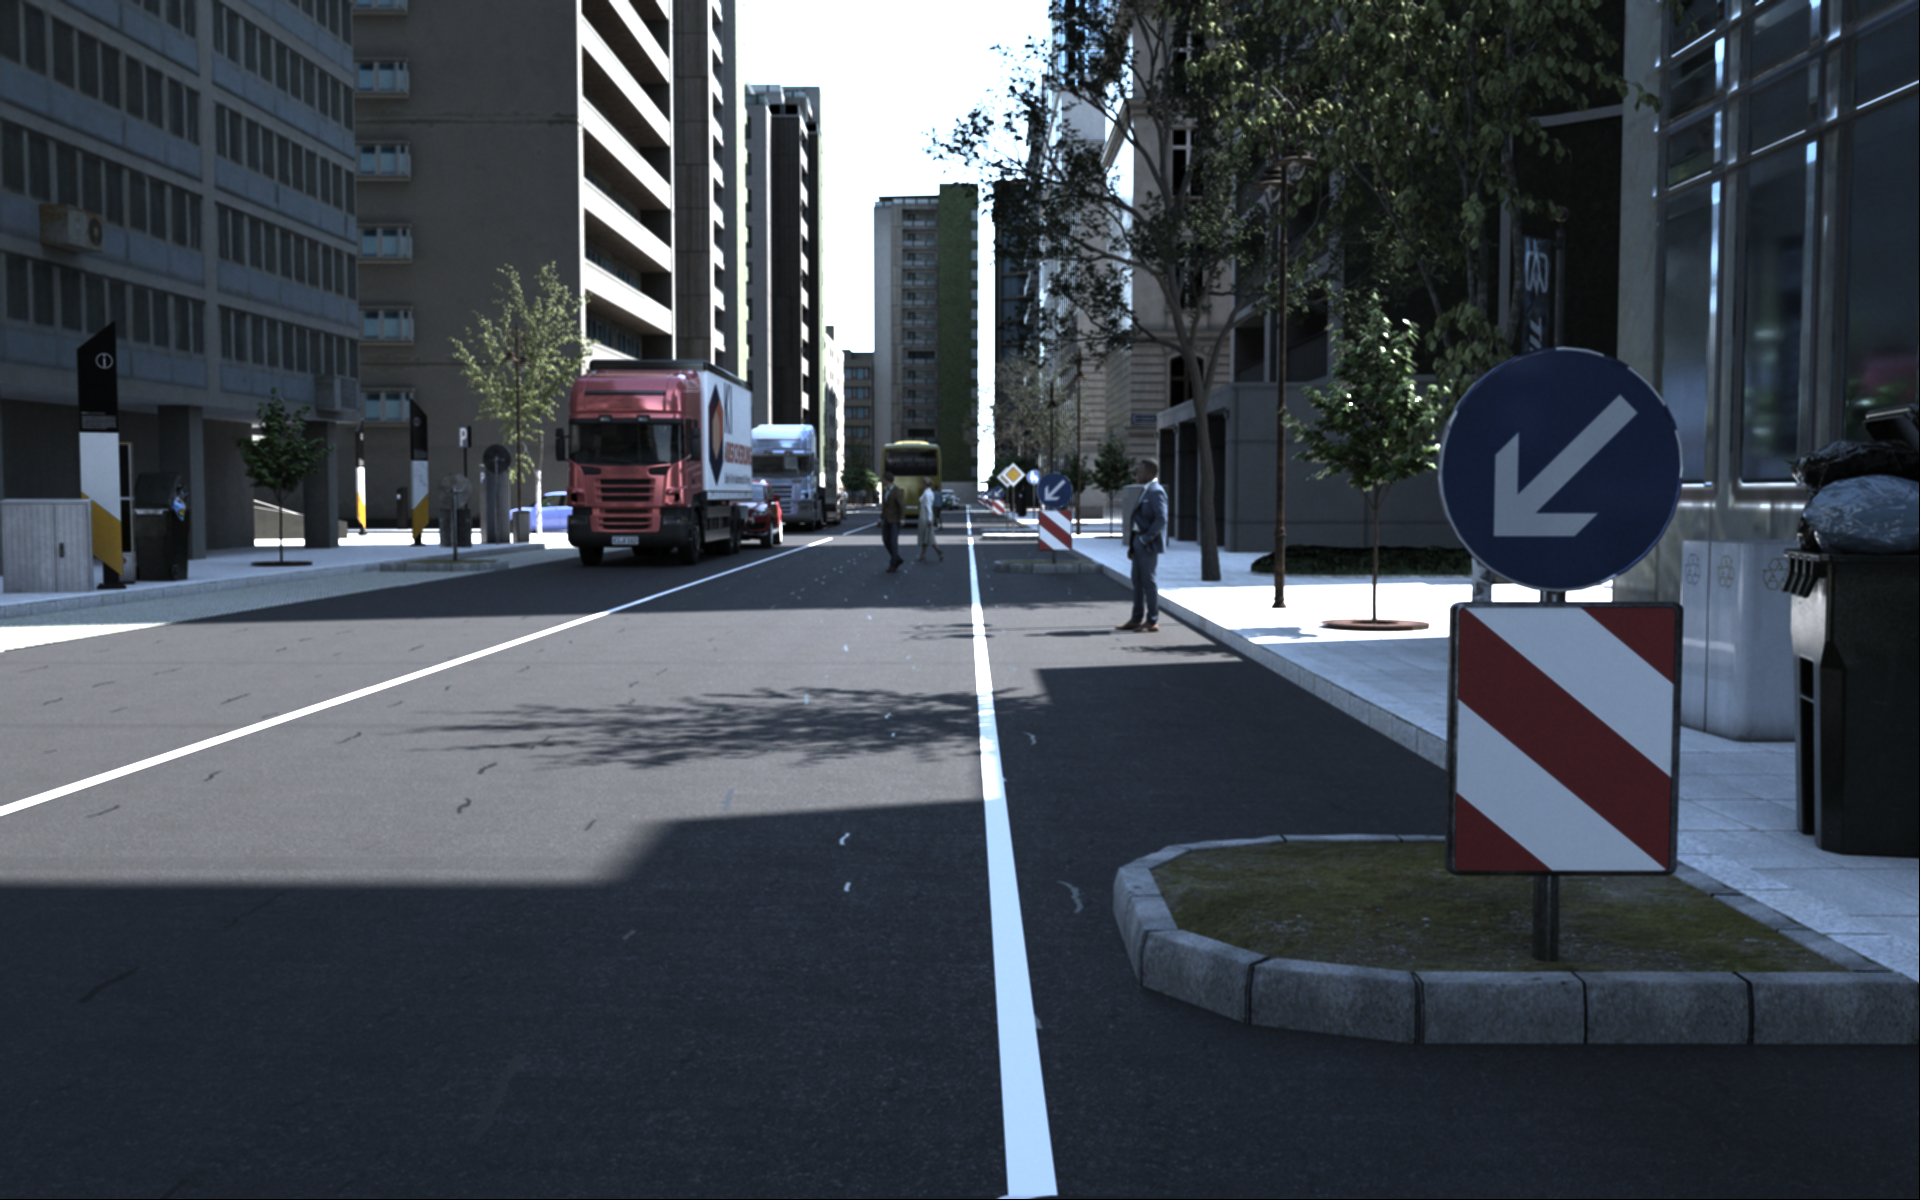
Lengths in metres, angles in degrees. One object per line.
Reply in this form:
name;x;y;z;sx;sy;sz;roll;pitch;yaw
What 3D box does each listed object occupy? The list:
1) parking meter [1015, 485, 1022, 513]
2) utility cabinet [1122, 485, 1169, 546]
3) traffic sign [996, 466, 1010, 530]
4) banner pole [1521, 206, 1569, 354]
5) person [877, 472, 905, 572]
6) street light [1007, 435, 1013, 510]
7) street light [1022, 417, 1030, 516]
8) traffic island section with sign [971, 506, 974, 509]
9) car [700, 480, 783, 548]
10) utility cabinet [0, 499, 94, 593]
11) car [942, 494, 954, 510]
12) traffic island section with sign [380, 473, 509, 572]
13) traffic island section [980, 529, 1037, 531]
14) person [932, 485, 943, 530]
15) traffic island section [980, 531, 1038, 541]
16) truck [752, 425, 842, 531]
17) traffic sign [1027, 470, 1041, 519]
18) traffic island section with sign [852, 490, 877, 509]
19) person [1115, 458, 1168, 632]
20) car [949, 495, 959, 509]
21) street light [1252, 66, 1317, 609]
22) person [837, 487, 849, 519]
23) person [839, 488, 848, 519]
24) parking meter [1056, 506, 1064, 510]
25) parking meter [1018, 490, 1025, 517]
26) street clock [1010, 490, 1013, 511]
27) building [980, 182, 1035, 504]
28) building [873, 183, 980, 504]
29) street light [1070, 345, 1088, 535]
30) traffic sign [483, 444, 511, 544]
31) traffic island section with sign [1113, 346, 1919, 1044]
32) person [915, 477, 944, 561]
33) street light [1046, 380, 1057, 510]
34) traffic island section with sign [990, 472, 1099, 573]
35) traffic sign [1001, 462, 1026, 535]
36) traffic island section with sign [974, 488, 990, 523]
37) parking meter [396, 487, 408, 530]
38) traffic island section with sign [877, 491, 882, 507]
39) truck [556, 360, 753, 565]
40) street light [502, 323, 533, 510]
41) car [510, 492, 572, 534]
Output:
parking meter;3.958;-6.791;116.741;0.399;1.863;0.255;-2;4;-35
utility cabinet;4.525;-2.059;42.342;1.173;1.500;0.318;3;5;40
traffic sign;1.702;-3.596;62.432;0.795;2.450;0.064;0;4;0
banner pole;5.062;-1.530;15.030;0.863;3.779;0.401;-3;5;-42
person;-1.272;-1.449;32.099;0.656;1.842;0.836;1;4;19
street light;3.988;-10.020;136.617;0.468;5.910;1.993;0;4;0
street light;3.920;-7.997;103.546;0.468;5.910;1.993;0;4;0
traffic island section with sign;1.910;-6.540;115.557;1.989;1.847;2.006;0;4;0
car;-6.017;-2.372;47.450;2.281;1.827;5.304;0;4;-2
utility cabinet;-11.903;-0.699;22.597;1.020;1.237;0.306;-1;4;-16
car;-1.579;-8.706;154.145;2.131;1.459;4.920;0;4;-1
traffic island section with sign;-9.639;-1.471;32.672;1.989;1.847;2.006;0;4;0
traffic island section;1.725;-2.460;62.509;2.009;0.180;2.903;0;4;0
person;-0.897;-3.680;69.016;0.601;1.785;0.444;-2;4;-34
traffic island section;1.698;-1.972;54.524;2.009;0.180;2.903;0;4;0
truck;-6.810;-5.106;73.246;2.967;4.110;18.799;0;4;0
traffic sign;3.851;-5.499;90.013;0.768;2.556;0.104;0;4;3
traffic island section with sign;-9.185;-9.529;164.434;1.989;1.847;2.006;0;4;0
person;1.943;-0.573;18.044;0.419;1.800;0.721;-1;4;-17
car;-1.072;-9.450;166.874;2.083;1.381;4.827;0;4;-1
street light;3.589;-2.844;19.295;0.468;5.910;1.993;0;4;0
person;-6.810;-5.578;99.483;0.659;1.850;0.755;2;4;29
person;-6.643;-5.464;98.044;0.583;1.804;0.606;-2;4;-33
parking meter;3.981;-3.714;69.127;0.372;1.533;0.369;0;3;0
parking meter;3.494;-5.512;98.538;0.372;1.533;0.369;0;3;0
street clock;3.926;-7.715;130.713;0.471;2.002;0.358;0;4;6
building;17.083;-35.381;233.101;28.867;44.769;22.147;0;4;0
building;-4.407;-33.418;229.976;14.086;41.232;14.154;0;4;0
street light;3.696;-4.959;53.875;0.468;5.910;1.993;0;4;0
traffic sign;-11.831;-2.699;44.241;0.768;2.556;0.104;1;4;10
traffic island section with sign;1.518;0.194;5.456;1.989;1.847;2.006;0;4;0
person;-0.644;-1.727;36.958;0.641;1.798;0.478;1;4;23
street light;3.727;-5.975;70.474;0.468;5.910;1.993;0;4;0
traffic island section with sign;1.627;-1.455;32.411;1.989;1.847;2.006;0;4;0
traffic sign;1.674;-3.107;54.447;0.795;2.450;0.064;0;4;0
traffic island section with sign;1.817;-4.837;87.719;1.989;1.847;2.006;0;4;0
parking meter;-20.129;-3.308;62.495;0.372;1.533;0.369;0;3;0
traffic island section with sign;-9.084;-11.178;191.389;1.989;1.847;2.006;0;4;0
truck;-6.494;-3.031;38.466;2.839;4.237;11.283;0;3;0
street light;-11.938;-4.529;46.841;0.468;5.910;1.993;0;4;0
car;-13.760;-3.026;59.060;3.694;1.707;1.945;0;3;0
